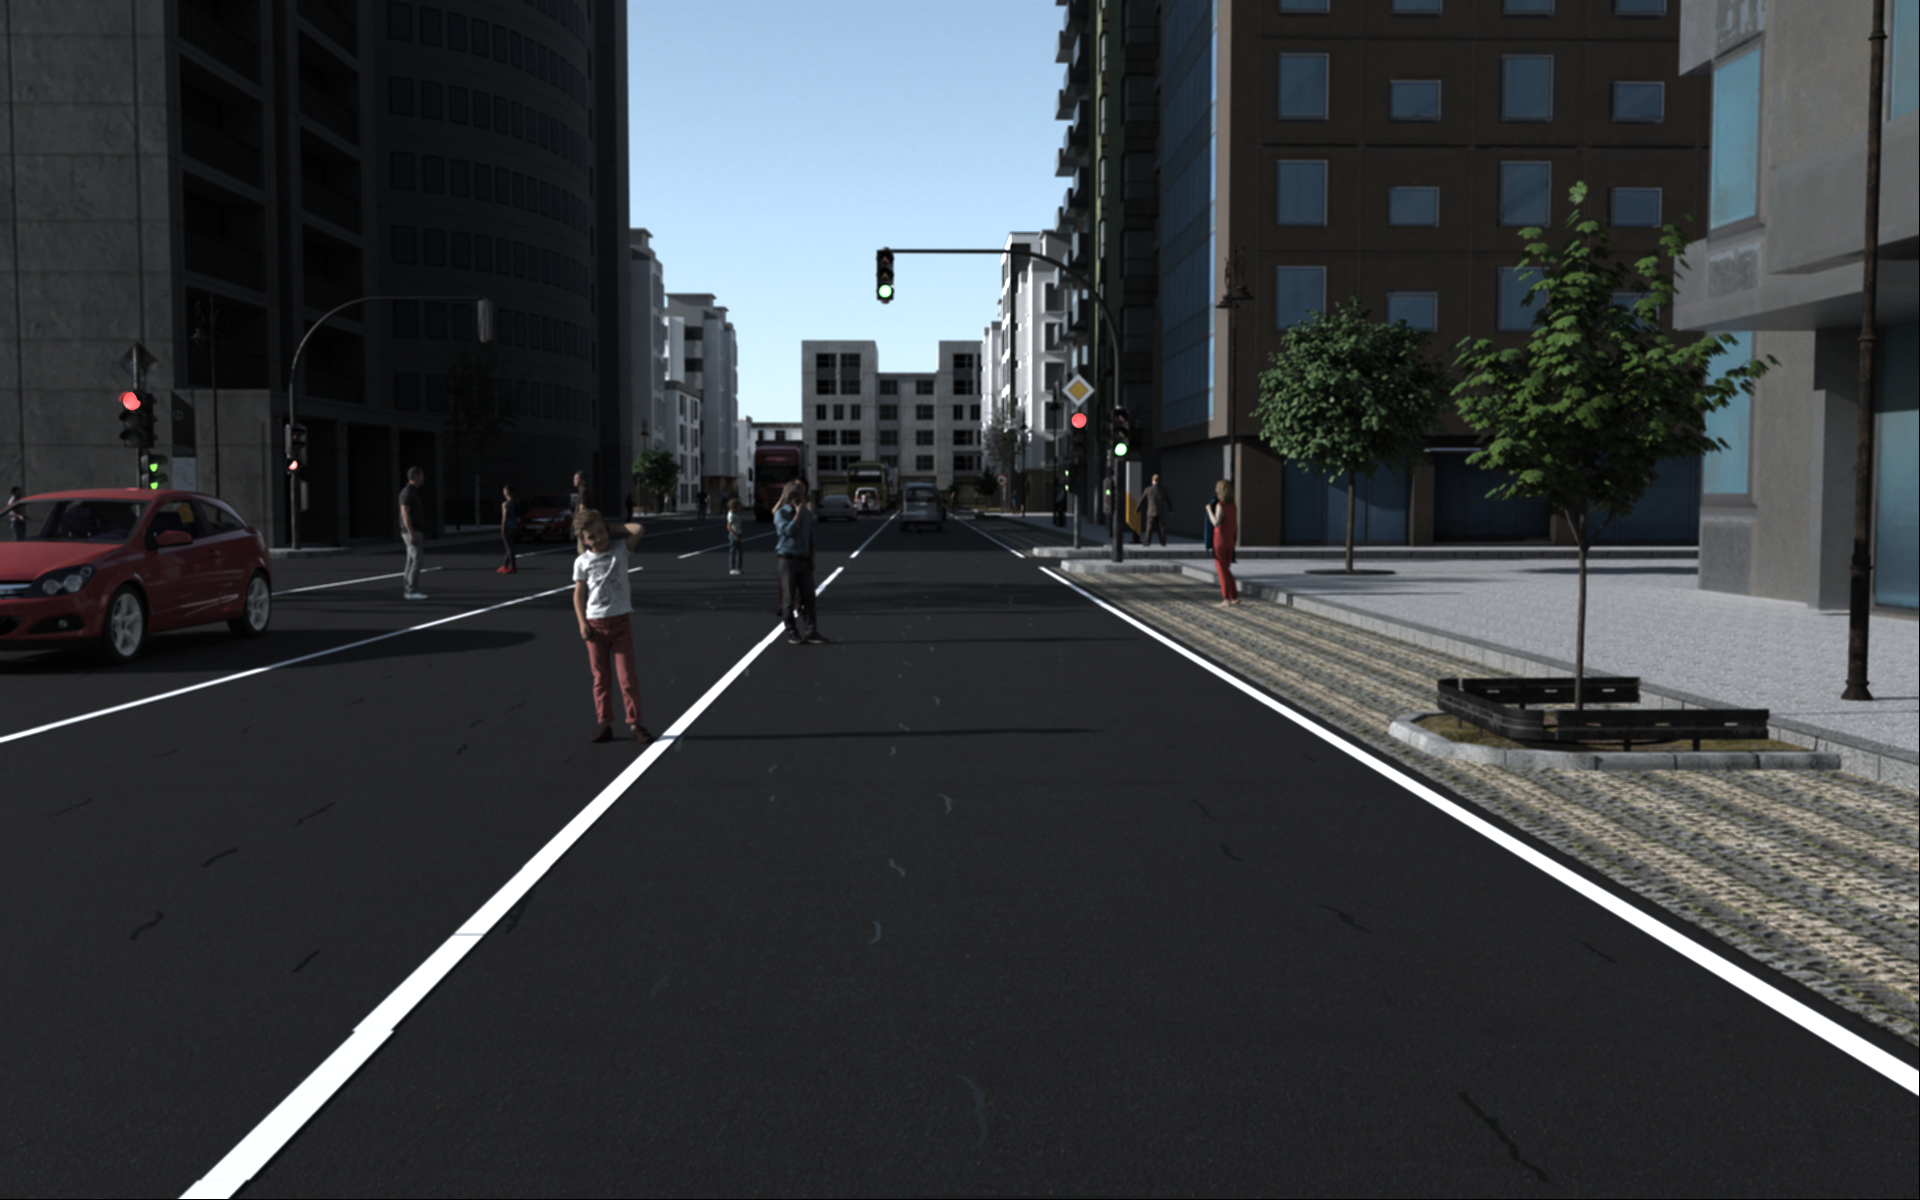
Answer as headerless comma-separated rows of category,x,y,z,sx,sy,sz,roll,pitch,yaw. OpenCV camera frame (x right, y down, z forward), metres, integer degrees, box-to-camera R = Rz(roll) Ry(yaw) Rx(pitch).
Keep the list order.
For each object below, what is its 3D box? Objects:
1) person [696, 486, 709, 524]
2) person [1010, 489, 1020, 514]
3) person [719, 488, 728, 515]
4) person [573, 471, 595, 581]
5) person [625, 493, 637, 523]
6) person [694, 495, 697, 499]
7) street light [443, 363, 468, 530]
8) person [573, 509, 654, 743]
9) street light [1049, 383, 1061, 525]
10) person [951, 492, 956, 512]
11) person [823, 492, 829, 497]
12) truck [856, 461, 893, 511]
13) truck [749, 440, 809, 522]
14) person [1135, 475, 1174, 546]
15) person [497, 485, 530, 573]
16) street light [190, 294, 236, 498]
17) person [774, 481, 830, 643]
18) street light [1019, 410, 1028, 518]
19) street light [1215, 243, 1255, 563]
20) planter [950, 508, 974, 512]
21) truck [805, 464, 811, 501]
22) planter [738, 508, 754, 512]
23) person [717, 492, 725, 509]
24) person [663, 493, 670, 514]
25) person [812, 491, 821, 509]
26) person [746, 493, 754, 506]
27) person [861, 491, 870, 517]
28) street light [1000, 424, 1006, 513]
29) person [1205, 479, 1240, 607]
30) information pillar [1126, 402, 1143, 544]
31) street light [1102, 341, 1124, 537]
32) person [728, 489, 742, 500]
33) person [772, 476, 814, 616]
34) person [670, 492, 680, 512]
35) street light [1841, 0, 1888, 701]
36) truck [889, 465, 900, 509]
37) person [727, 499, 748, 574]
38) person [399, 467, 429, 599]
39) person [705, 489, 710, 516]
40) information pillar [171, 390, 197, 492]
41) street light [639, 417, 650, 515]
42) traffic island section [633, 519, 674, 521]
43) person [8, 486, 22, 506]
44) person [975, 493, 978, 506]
person,-12.310,-4.531,82.704,0.598,1.807,0.434,0,4,-8
person,3.480,-6.203,109.325,0.662,1.594,0.647,0,4,-5
person,-16.479,-6.861,120.538,0.709,1.838,0.599,0,4,5
person,-6.192,-1.210,28.408,0.434,1.807,0.598,1,4,12
person,-16.107,-4.503,84.825,0.600,1.496,0.574,-1,4,-13
person,-20.013,-7.773,133.959,1.217,1.723,0.721,1,4,22
street light,-17.817,-5.414,61.304,0.468,5.910,1.993,0,4,-1
person,-2.007,0.146,10.019,0.435,1.345,0.340,-1,4,-15
street light,3.949,-6.079,72.172,0.468,5.910,1.993,0,4,-1
person,-0.495,-7.968,140.245,0.415,1.643,0.593,-1,4,-15
person,-14.281,-10.744,184.964,0.445,1.727,0.742,3,4,39
truck,-7.478,-9.909,150.920,2.839,4.237,11.283,0,3,0
truck,-9.491,-6.321,92.258,2.839,4.237,11.283,0,4,-3
person,4.769,-2.199,42.546,0.990,1.755,0.434,0,4,-5
person,-8.152,-1.288,31.428,0.662,1.594,0.647,0,4,7
street light,-17.299,-4.126,40.245,0.468,5.910,1.993,0,4,-1
person,-1.543,-0.361,16.611,0.499,1.552,0.429,-1,4,-19
street light,3.437,-7.382,93.478,0.468,5.910,1.993,0,4,-1
street light,5.067,-3.627,32.091,0.468,5.910,1.993,0,4,-1
planter,0.171,-7.412,142.333,1.991,0.319,1.994,0,4,-1
truck,-15.031,-10.206,155.779,2.839,4.237,11.283,0,4,-1
planter,-17.606,-7.381,141.820,1.991,0.319,1.994,0,4,-1
person,-20.432,-8.543,148.904,0.628,1.438,0.799,1,4,21
person,-19.328,-6.359,113.924,0.340,1.345,0.435,2,4,24
person,-13.734,-9.550,165.369,0.721,1.735,1.217,3,5,41
person,-21.715,-10.382,179.010,0.991,1.433,0.599,-2,4,-32
person,-5.766,-5.874,105.996,0.566,1.644,0.517,-2,4,-26
street light,2.860,-8.670,114.545,0.468,5.910,1.993,0,4,-1
person,3.329,-0.719,21.952,0.593,1.614,0.444,-2,4,-25
information pillar,4.443,-3.228,44.138,0.504,3.616,0.183,-3,5,-40
street light,4.497,-4.791,51.114,0.468,5.910,1.993,0,4,-1
person,-17.313,-7.577,132.470,1.348,1.812,0.705,-1,4,-20
person,-1.940,-0.643,20.468,0.517,1.644,0.566,3,4,37
person,-20.129,-7.059,122.247,0.721,1.735,1.217,1,4,20
street light,5.608,-2.316,10.650,0.468,5.910,1.993,0,4,-1
truck,-7.513,-11.235,172.603,2.839,4.237,11.283,0,4,-1
person,-3.988,-1.141,31.072,0.340,1.345,0.435,0,4,-3
person,-7.457,-0.924,23.735,0.434,1.807,0.598,0,4,1
person,-16.694,-6.423,114.177,0.551,1.740,0.621,0,4,8
information pillar,-17.543,-2.923,39.149,0.504,3.616,0.183,-1,4,-18
street light,-18.962,-8.039,104.226,0.468,5.910,1.993,0,4,-1
traffic island section,-16.363,-4.271,92.690,1.991,0.108,1.994,0,4,-1
person,-19.214,-1.522,35.348,0.435,1.587,0.963,-2,4,-26
person,1.764,-11.231,190.353,0.721,1.739,1.217,0,4,-6
